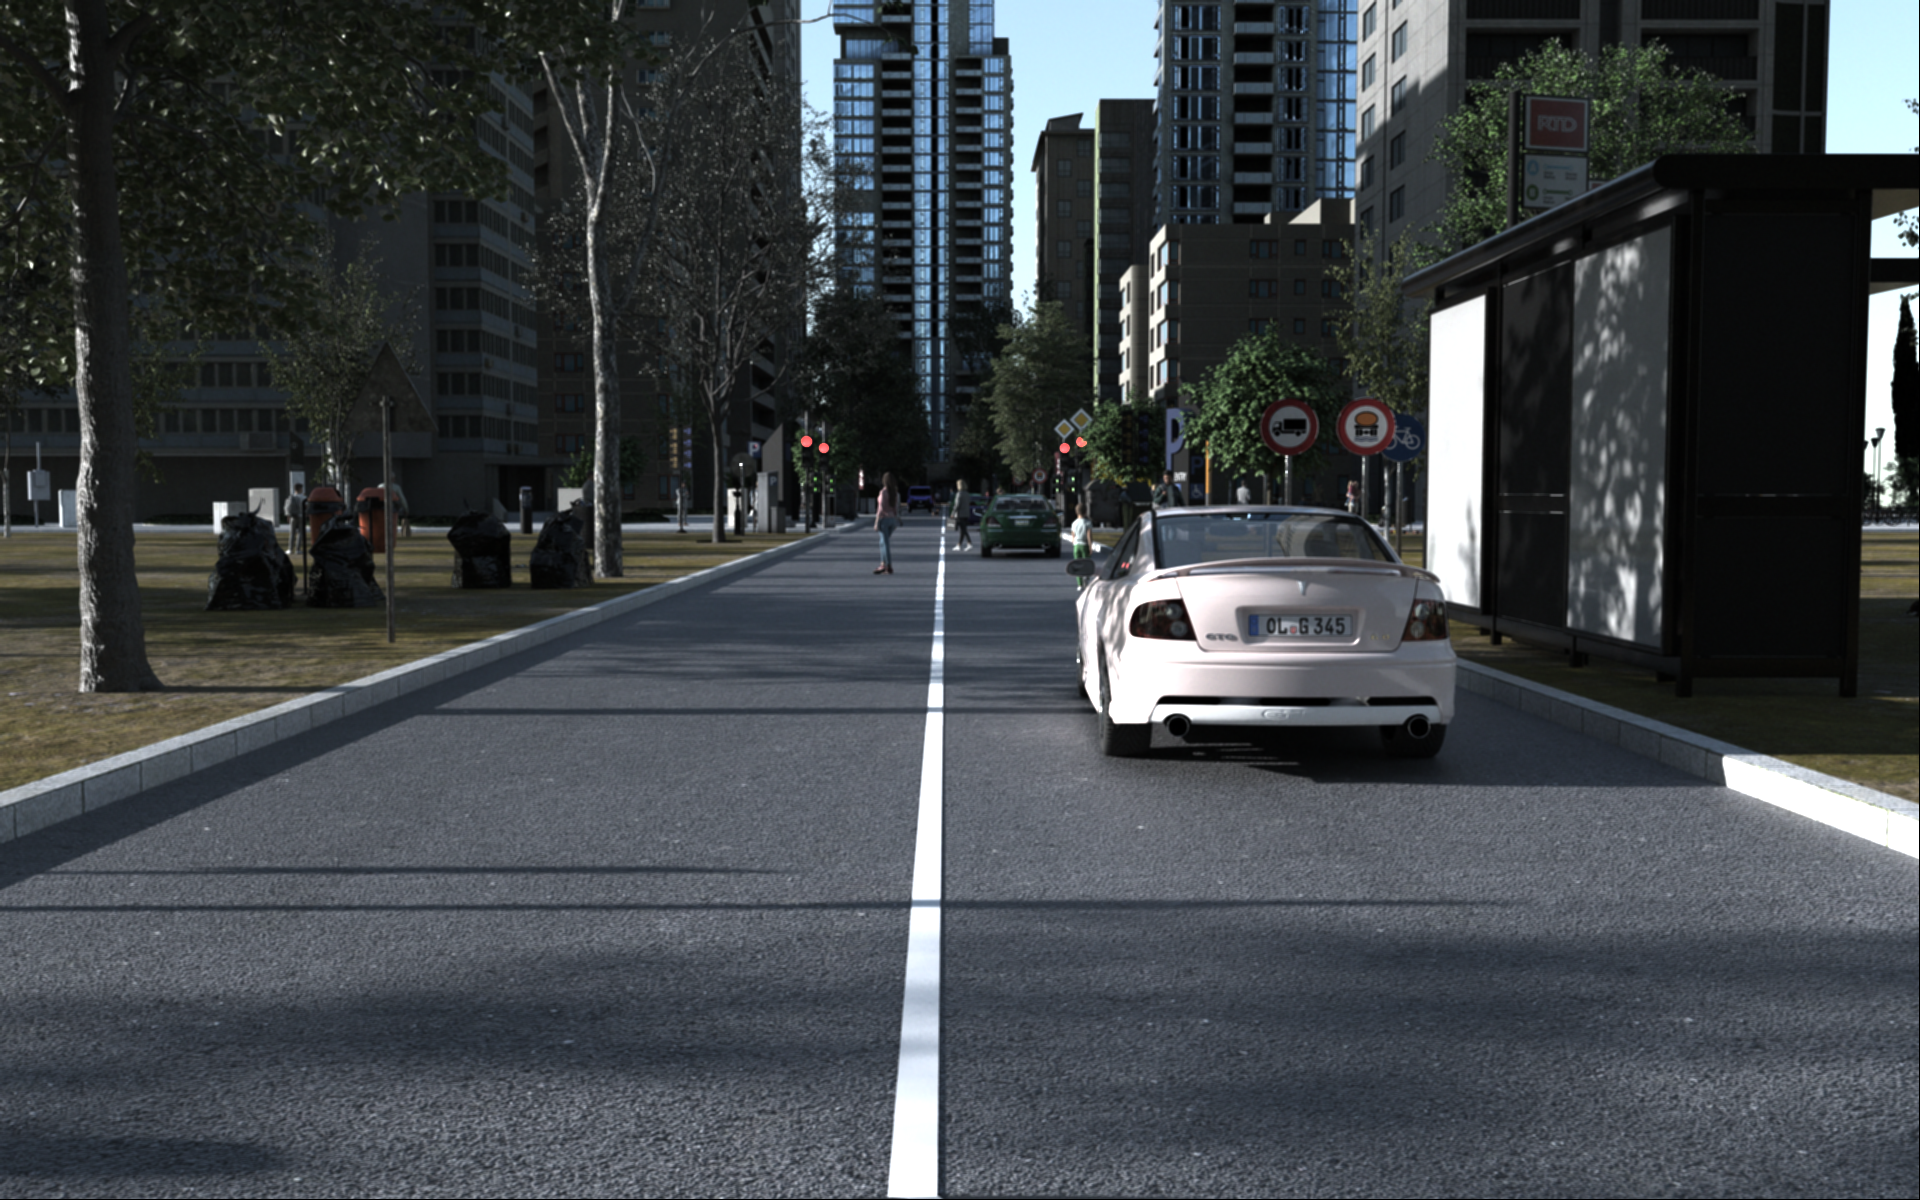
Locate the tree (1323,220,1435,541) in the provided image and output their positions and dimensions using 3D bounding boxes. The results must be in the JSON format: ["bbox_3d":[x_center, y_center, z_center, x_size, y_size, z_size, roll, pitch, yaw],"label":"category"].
[{"bbox_3d":[11.803,-5.899,46.817,4.737,8.622,4.395,0,3,0],"label":"tree"}]

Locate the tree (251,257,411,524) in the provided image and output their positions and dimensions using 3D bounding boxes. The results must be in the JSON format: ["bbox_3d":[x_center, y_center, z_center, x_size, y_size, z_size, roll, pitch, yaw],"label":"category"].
[{"bbox_3d":[-19.098,-6.286,53.138,4.737,8.622,4.395,0,3,0],"label":"tree"}]

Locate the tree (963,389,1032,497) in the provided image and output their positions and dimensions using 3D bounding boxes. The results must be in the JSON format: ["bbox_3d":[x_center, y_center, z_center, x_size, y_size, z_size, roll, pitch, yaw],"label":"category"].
[{"bbox_3d":[3.187,-16.251,182.717,9.611,12.733,9.660,0,3,0],"label":"tree"}]

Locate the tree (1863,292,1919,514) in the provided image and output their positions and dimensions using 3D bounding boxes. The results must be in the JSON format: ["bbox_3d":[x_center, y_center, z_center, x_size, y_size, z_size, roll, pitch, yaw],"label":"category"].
[{"bbox_3d":[59.779,-13.110,116.165,13.155,14.587,18.604,0,4,-7],"label":"tree"}]

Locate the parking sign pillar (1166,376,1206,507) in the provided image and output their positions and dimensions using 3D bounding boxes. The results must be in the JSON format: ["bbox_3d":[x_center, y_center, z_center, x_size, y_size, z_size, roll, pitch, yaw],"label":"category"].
[{"bbox_3d":[5.084,-3.087,38.951,1.447,3.967,1.447,-1,4,-15],"label":"parking sign pillar"}]

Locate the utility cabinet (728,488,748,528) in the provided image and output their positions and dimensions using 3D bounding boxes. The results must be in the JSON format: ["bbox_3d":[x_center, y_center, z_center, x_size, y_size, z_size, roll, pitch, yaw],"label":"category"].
[{"bbox_3d":[-8.451,-3.489,65.720,0.318,1.500,1.173,-2,4,-31],"label":"utility cabinet"}]

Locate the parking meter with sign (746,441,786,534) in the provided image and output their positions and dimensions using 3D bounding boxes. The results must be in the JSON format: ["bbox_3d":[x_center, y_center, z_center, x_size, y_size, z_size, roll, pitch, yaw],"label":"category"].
[{"bbox_3d":[-6.289,-3.687,56.540,0.543,3.016,1.738,-3,4,-39],"label":"parking meter with sign"}]

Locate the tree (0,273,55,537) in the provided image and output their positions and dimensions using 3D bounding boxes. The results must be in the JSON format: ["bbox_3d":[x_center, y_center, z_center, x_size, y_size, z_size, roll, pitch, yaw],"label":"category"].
[{"bbox_3d":[-28.450,-6.156,51.014,4.360,8.622,3.978,0,3,0],"label":"tree"}]

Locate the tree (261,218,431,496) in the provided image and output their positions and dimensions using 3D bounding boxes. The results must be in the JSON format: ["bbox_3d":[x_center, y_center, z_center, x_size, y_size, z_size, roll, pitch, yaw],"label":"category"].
[{"bbox_3d":[-16.790,-5.933,47.373,4.360,8.622,3.978,0,3,0],"label":"tree"}]

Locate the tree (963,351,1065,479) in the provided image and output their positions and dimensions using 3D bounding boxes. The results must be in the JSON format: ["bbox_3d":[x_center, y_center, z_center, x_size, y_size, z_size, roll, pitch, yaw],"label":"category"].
[{"bbox_3d":[3.978,-12.196,125.163,9.928,11.665,9.643,0,3,0],"label":"tree"}]

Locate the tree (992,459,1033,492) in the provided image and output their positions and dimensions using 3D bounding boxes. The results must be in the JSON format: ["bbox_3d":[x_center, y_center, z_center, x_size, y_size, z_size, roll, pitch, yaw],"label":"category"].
[{"bbox_3d":[4.099,-9.152,133.348,4.285,4.588,4.351,0,3,0],"label":"tree"}]

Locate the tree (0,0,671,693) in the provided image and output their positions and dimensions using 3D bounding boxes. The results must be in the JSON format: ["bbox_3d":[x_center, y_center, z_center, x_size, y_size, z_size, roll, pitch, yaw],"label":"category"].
[{"bbox_3d":[-5.451,-5.654,10.578,7.486,12.596,7.792,0,3,0],"label":"tree"}]

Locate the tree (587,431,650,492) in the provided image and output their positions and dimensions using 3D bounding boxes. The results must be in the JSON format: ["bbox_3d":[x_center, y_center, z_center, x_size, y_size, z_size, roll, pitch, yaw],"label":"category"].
[{"bbox_3d":[-16.281,-6.006,81.912,4.285,4.588,4.351,0,3,0],"label":"tree"}]

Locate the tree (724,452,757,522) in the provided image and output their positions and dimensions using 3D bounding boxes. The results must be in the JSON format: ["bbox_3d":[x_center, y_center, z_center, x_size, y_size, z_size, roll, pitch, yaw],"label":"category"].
[{"bbox_3d":[-10.300,-5.259,80.590,1.663,3.219,1.824,0,3,0],"label":"tree"}]

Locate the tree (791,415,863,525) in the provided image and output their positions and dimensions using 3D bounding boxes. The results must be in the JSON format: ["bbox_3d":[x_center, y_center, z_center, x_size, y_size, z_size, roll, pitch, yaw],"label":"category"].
[{"bbox_3d":[-5.504,-5.399,71.991,4.285,4.588,4.351,0,3,0],"label":"tree"}]

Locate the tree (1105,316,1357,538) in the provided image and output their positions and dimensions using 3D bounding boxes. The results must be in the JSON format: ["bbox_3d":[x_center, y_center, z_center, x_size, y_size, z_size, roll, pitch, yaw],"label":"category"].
[{"bbox_3d":[5.806,-2.953,31.997,4.285,4.588,4.351,0,3,0],"label":"tree"}]

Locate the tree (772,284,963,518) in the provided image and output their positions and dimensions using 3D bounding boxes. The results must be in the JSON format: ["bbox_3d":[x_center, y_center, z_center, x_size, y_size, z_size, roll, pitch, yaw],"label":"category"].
[{"bbox_3d":[-5.803,-10.776,93.201,9.611,12.733,9.660,0,3,0],"label":"tree"}]

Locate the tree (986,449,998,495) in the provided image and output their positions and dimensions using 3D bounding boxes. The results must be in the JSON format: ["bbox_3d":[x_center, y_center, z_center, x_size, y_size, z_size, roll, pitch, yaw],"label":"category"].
[{"bbox_3d":[4.149,-14.772,191.889,4.737,8.622,4.395,0,3,0],"label":"tree"}]

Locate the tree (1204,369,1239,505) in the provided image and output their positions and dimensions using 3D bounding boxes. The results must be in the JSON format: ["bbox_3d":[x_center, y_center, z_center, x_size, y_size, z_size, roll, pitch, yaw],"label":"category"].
[{"bbox_3d":[15.343,-8.959,96.848,4.737,8.622,4.395,0,3,0],"label":"tree"}]

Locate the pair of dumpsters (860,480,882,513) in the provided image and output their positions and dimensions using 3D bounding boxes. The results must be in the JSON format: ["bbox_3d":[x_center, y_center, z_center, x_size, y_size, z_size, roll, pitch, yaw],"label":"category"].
[{"bbox_3d":[-5.968,-6.911,115.480,1.574,2.255,4.437,0,4,-1],"label":"pair of dumpsters"}]

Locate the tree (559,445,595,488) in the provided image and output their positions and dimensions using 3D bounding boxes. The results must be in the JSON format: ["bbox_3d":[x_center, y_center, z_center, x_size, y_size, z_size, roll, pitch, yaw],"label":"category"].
[{"bbox_3d":[-14.878,-4.527,68.620,1.663,3.219,1.824,0,3,0],"label":"tree"}]

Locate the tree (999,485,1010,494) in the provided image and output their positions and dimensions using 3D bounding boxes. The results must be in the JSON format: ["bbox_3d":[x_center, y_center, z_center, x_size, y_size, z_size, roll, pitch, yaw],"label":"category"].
[{"bbox_3d":[4.057,-8.759,137.812,1.663,3.219,1.824,0,3,0],"label":"tree"}]

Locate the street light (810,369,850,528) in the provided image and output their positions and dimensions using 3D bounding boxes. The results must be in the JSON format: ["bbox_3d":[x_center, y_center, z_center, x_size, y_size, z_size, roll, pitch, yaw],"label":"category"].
[{"bbox_3d":[-4.954,-5.632,64.632,1.470,5.913,1.316,0,4,0],"label":"street light"}]

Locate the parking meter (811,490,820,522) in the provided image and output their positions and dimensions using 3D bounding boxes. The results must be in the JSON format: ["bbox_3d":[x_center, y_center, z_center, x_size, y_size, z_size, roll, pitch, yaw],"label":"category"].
[{"bbox_3d":[-6.516,-4.440,78.302,0.399,1.863,0.255,0,4,0],"label":"parking meter"}]

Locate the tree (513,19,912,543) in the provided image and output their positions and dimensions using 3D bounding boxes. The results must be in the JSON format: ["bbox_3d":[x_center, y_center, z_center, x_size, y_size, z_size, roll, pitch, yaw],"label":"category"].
[{"bbox_3d":[-6.358,-8.260,45.429,12.009,13.543,11.850,0,3,0],"label":"tree"}]

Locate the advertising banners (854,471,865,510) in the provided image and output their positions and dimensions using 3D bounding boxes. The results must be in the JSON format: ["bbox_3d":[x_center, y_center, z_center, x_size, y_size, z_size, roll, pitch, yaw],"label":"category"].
[{"bbox_3d":[-6.273,-6.406,100.927,2.074,3.025,0.090,3,5,39],"label":"advertising banners"}]

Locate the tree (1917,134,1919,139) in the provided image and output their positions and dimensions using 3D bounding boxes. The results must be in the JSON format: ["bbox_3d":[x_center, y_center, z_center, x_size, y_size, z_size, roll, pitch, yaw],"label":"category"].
[{"bbox_3d":[13.446,-4.229,19.509,4.737,8.622,4.395,0,3,0],"label":"tree"}]

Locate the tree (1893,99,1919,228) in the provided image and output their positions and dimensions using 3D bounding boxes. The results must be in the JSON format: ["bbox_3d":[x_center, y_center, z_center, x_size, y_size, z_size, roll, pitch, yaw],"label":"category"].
[{"bbox_3d":[17.727,-4.813,29.060,4.360,8.622,3.978,0,3,0],"label":"tree"}]

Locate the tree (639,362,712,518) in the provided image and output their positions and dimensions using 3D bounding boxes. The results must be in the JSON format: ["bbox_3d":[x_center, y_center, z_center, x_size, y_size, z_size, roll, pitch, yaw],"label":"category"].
[{"bbox_3d":[-15.031,-8.739,93.237,4.737,8.622,4.395,0,3,0],"label":"tree"}]

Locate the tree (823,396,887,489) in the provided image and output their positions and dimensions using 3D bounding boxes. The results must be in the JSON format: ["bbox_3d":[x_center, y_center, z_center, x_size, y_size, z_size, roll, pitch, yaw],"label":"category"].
[{"bbox_3d":[-7.083,-9.457,104.986,4.360,8.622,3.978,0,3,0],"label":"tree"}]

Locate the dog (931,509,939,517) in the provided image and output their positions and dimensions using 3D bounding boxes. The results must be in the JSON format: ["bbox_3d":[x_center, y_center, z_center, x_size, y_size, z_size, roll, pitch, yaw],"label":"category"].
[{"bbox_3d":[-1.512,-5.311,106.128,0.406,0.507,0.540,1,4,11],"label":"dog"}]

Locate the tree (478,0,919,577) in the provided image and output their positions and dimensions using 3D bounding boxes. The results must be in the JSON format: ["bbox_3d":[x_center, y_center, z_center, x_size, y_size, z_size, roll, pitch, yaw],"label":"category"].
[{"bbox_3d":[-5.643,-10.332,24.820,12.611,20.169,13.585,0,3,0],"label":"tree"}]

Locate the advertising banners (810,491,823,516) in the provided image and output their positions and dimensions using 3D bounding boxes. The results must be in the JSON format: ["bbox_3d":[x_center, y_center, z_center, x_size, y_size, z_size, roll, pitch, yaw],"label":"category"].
[{"bbox_3d":[-8.071,-6.474,102.042,0.090,3.025,2.074,3,5,39],"label":"advertising banners"}]

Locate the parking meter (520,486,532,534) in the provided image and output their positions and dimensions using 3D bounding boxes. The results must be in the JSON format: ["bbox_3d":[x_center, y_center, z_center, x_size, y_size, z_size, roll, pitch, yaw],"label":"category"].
[{"bbox_3d":[-13.912,-2.883,55.540,0.372,1.533,0.369,0,3,0],"label":"parking meter"}]

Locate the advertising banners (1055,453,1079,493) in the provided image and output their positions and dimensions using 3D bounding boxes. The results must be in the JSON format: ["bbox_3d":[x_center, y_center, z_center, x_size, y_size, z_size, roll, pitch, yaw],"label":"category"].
[{"bbox_3d":[4.690,-4.619,71.709,2.074,3.025,0.090,3,5,45],"label":"advertising banners"}]

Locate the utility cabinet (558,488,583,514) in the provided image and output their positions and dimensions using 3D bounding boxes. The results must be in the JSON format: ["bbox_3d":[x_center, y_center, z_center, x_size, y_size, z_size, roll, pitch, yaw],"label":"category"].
[{"bbox_3d":[-14.615,-3.481,65.594,1.173,1.500,0.318,1,4,15],"label":"utility cabinet"}]

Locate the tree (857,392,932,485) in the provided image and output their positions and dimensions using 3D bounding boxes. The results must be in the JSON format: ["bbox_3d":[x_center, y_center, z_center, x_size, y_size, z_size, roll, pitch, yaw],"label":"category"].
[{"bbox_3d":[-7.690,-17.166,187.321,9.857,13.997,8.962,0,3,0],"label":"tree"}]

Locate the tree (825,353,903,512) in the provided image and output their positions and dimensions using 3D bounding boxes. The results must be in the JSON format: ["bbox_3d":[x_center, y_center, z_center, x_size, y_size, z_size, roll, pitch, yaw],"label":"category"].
[{"bbox_3d":[-7.014,-12.069,123.091,9.928,11.665,9.643,0,3,0],"label":"tree"}]

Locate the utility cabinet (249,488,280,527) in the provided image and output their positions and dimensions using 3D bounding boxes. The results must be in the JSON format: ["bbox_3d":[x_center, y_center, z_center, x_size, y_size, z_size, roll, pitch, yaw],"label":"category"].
[{"bbox_3d":[-26.430,-3.491,65.765,1.173,1.500,0.318,1,4,21],"label":"utility cabinet"}]

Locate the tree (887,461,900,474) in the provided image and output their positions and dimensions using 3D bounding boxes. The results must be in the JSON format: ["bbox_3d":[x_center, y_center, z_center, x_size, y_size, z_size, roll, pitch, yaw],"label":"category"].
[{"bbox_3d":[-6.342,-12.013,146.775,4.360,8.622,3.978,0,3,0],"label":"tree"}]

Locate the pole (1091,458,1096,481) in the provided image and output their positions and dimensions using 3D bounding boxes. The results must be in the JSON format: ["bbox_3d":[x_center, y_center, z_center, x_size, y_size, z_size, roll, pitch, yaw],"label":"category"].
[{"bbox_3d":[5.888,-5.062,76.612,0.158,3.312,0.155,0,3,0],"label":"pole"}]

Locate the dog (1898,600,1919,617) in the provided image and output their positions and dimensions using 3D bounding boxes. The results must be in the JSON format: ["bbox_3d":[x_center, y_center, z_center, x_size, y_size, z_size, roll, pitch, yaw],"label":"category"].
[{"bbox_3d":[10.150,-0.037,18.340,0.748,0.427,0.550,0,4,-6],"label":"dog"}]

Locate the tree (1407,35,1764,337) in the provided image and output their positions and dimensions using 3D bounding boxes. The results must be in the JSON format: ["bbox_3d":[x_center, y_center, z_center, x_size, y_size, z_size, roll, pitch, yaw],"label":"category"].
[{"bbox_3d":[13.885,-6.892,38.440,9.928,11.665,9.643,0,3,0],"label":"tree"}]

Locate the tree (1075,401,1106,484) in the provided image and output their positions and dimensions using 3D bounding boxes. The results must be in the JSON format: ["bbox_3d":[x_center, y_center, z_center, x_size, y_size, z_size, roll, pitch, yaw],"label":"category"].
[{"bbox_3d":[5.138,-4.145,51.480,4.285,4.588,4.351,0,3,0],"label":"tree"}]

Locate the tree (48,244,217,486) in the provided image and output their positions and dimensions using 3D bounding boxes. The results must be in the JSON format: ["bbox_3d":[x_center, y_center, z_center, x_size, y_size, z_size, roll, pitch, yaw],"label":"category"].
[{"bbox_3d":[-23.549,-6.028,48.919,4.737,8.622,4.395,0,3,0],"label":"tree"}]

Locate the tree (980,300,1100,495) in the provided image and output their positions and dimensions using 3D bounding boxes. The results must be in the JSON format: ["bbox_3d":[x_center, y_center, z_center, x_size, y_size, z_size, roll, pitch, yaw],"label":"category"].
[{"bbox_3d":[4.930,-11.183,100.974,7.486,12.596,7.792,0,3,0],"label":"tree"}]

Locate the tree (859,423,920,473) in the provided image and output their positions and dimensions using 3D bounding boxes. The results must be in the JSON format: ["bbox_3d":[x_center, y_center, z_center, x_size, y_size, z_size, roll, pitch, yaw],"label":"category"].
[{"bbox_3d":[-7.449,-14.359,169.178,7.601,10.594,8.767,-2,4,-27],"label":"tree"}]

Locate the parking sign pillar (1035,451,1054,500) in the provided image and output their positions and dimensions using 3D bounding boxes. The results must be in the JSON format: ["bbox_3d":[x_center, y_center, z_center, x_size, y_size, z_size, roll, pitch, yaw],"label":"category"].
[{"bbox_3d":[5.275,-7.376,109.068,1.447,3.967,1.447,-3,5,-40],"label":"parking sign pillar"}]

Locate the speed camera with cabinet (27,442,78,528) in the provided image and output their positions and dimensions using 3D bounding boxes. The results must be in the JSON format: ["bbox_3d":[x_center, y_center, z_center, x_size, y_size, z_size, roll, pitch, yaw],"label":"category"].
[{"bbox_3d":[-34.679,-4.422,66.640,2.038,3.252,0.660,-3,4,-38],"label":"speed camera with cabinet"}]

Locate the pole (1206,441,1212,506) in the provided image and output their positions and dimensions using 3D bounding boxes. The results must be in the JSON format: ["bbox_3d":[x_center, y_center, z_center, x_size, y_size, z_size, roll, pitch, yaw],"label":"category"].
[{"bbox_3d":[9.468,-4.410,65.950,0.158,3.312,0.155,0,3,0],"label":"pole"}]

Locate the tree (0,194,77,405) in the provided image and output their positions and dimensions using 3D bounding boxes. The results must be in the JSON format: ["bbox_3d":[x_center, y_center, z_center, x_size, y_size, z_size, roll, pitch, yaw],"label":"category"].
[{"bbox_3d":[-22.793,-6.347,38.189,7.601,10.594,8.767,3,4,38],"label":"tree"}]

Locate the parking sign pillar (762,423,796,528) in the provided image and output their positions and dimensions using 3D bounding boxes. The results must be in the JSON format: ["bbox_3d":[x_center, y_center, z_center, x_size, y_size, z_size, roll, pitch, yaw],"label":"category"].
[{"bbox_3d":[-6.994,-4.746,66.071,1.447,3.967,1.447,-3,5,-43],"label":"parking sign pillar"}]
